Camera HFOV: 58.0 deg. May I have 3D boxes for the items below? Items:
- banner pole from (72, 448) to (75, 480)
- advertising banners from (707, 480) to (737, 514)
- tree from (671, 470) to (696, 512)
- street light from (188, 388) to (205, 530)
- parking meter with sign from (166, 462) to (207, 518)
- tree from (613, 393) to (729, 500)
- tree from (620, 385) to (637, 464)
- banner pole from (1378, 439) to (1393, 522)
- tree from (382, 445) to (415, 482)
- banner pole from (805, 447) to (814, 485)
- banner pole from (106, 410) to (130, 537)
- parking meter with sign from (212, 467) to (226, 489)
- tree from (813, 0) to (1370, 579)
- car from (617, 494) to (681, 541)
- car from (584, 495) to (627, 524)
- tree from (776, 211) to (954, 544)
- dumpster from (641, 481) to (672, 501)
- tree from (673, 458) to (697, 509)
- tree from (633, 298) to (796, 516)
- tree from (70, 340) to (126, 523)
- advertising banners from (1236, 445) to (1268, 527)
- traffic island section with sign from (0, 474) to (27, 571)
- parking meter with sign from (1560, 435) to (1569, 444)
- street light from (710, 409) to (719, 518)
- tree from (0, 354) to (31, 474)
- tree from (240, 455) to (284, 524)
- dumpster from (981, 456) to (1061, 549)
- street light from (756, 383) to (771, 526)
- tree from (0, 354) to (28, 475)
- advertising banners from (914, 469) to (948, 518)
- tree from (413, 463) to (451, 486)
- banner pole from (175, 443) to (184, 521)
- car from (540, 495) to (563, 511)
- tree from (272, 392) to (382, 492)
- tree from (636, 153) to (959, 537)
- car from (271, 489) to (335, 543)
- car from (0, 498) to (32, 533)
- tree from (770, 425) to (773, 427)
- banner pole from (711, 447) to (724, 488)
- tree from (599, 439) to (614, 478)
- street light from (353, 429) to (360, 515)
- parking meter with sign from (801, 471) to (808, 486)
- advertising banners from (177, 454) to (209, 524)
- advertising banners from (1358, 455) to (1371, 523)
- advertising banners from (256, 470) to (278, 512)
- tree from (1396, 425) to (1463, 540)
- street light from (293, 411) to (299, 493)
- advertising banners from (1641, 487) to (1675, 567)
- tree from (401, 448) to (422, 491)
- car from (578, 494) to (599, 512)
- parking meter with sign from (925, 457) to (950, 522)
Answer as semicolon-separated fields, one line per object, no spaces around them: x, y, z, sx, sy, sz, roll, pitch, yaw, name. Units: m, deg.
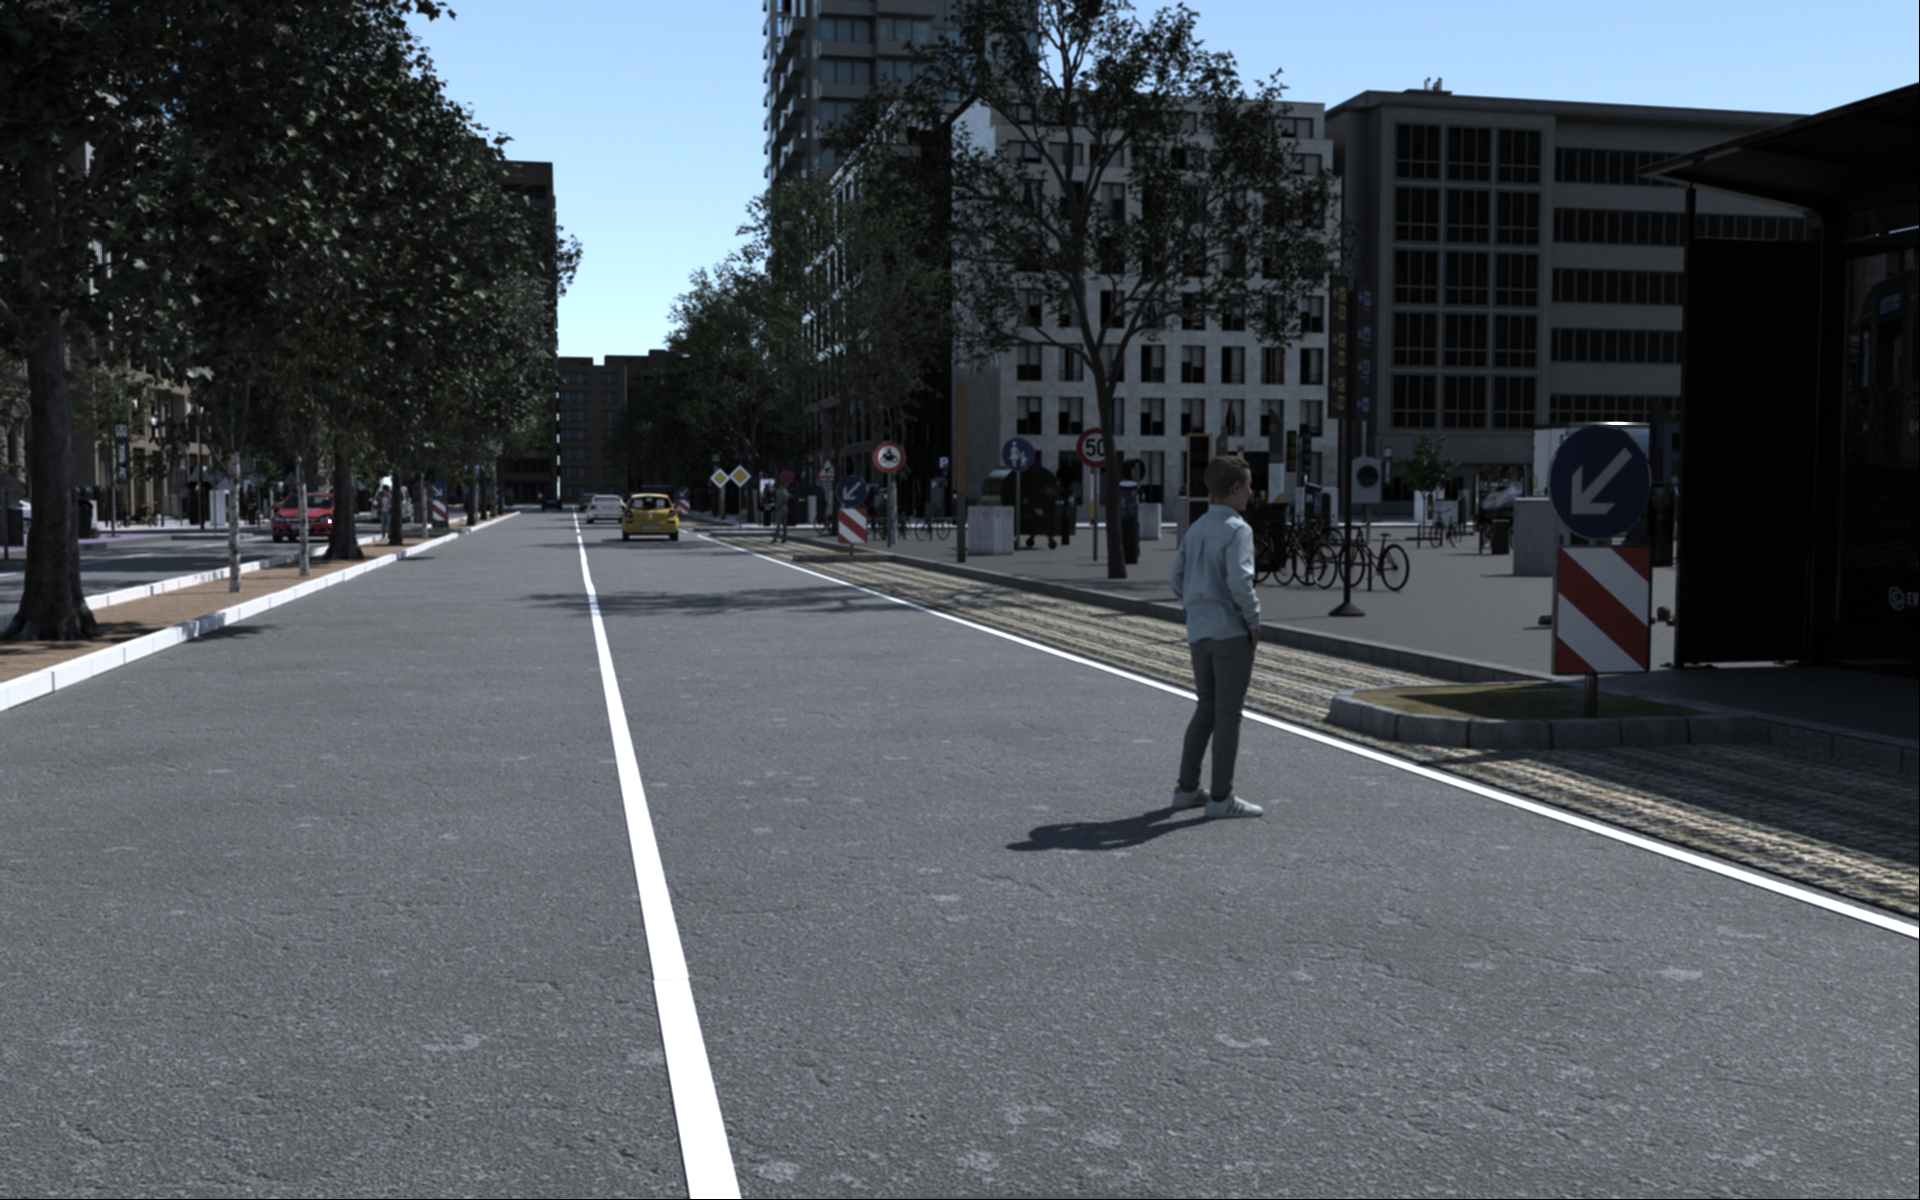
-42.865;-5.693;83.095;0.401;3.779;0.863;3;4;37;banner pole
-15.025;-6.888;108.805;2.074;3.025;0.090;-2;4;-28;advertising banners
-19.325;-7.803;122.186;1.663;3.219;1.824;0;3;0;tree
-27.454;-5.493;62.592;0.468;5.910;1.993;-1;4;-13;street light
-41.979;-5.969;93.850;1.738;3.016;0.543;-3;5;-45;parking meter with sign
-20.501;-11.892;128.840;7.601;10.594;8.767;0;4;7;tree
-9.435;-9.277;77.434;9.928;11.665;9.643;0;3;0;tree
19.366;-5.442;78.997;0.863;3.779;0.401;-1;4;-19;banner pole
-42.642;-12.648;124.927;7.486;12.596;7.792;0;3;0;tree
-8.066;-6.270;92.524;0.401;3.779;0.863;-3;5;-41;banner pole
-25.178;-3.778;51.795;0.401;3.779;0.863;2;4;24;banner pole
-47.948;-7.066;111.795;0.543;3.016;1.738;0;4;6;parking meter with sign
2.295;-5.626;26.406;8.767;10.594;7.601;-1;4;-21;tree
-9.684;-2.678;54.006;2.015;1.641;3.980;-1;4;-11;car
-17.314;-4.428;84.760;2.083;1.381;4.827;-1;4;-14;car
-1.902;-5.742;44.250;4.360;8.622;3.978;0;3;0;tree
-19.463;-6.490;111.070;1.985;2.255;1.502;-1;4;-14;dumpster
-24.246;-12.146;148.941;4.737;8.622;4.395;0;3;0;tree
-14.277;-11.261;101.124;9.611;12.733;9.660;0;3;0;tree
-36.971;-7.643;75.326;4.737;8.622;4.395;0;3;0;tree
10.549;-4.063;62.624;0.090;3.025;2.074;3;5;43;advertising banners
-18.485;-1.510;33.319;1.989;1.847;2.006;-1;4;-13;traffic island section with sign
18.317;-3.376;51.451;0.543;3.016;1.738;2;4;34;parking meter with sign
-13.241;-7.388;93.582;0.468;5.910;1.993;-1;4;-13;street light
-34.895;-6.842;62.223;4.360;8.622;3.978;0;3;0;tree
-30.197;-4.935;75.292;1.663;3.219;1.824;0;3;0;tree
1.453;-2.347;40.867;1.502;2.255;1.985;-1;4;-13;dumpster
-7.954;-5.965;70.315;0.468;5.910;1.993;-1;4;-13;street light
-23.781;-5.523;40.670;4.737;8.622;4.395;0;3;0;tree
-1.491;-5.914;92.889;2.074;3.025;0.090;-2;4;-24;advertising banners
-56.287;-12.361;185.820;4.285;4.588;4.351;0;3;0;tree
-37.543;-5.705;83.294;0.401;3.779;0.863;-1;4;-11;banner pole
-35.315;-8.395;149.832;1.945;1.354;3.894;-1;4;-14;car
-34.950;-10.623;91.819;7.486;12.596;7.792;0;3;0;tree
-3.598;-7.739;52.287;9.928;11.665;9.643;0;3;0;tree
-19.681;-2.660;52.535;2.155;1.783;4.494;-1;4;-13;car
-32.280;-2.769;57.631;4.827;1.381;2.083;-1;4;-12;car
-10.890;-10.176;116.742;4.360;8.622;3.978;0;3;0;tree
-12.774;-6.226;91.818;0.863;3.779;0.401;0;4;1;banner pole
-40.146;-17.143;214.699;8.767;10.594;7.601;-2;4;-30;tree
-37.704;-8.291;108.341;0.468;5.910;1.993;-1;4;-13;street light
-11.953;-8.311;132.143;0.543;3.016;1.738;0;4;1;parking meter with sign
-33.001;-4.830;75.152;2.074;3.025;0.090;1;4;8;advertising banners
17.866;-4.918;76.593;0.090;3.025;2.074;0;4;-2;advertising banners
-50.033;-7.844;124.444;2.074;3.025;0.090;-2;4;-34;advertising banners
13.035;-3.319;48.872;1.663;3.219;1.824;0;3;0;tree
-32.707;-6.890;85.438;0.468;5.910;1.993;-1;4;-13;street light
13.095;-2.095;30.439;2.074;3.025;0.090;1;4;14;advertising banners
-45.299;-11.561;139.384;4.360;8.622;3.978;0;3;0;tree
-30.662;-8.252;143.718;1.959;1.807;4.718;-1;4;-14;car
-1.079;-5.142;80.333;0.543;3.016;1.738;2;4;25;parking meter with sign
